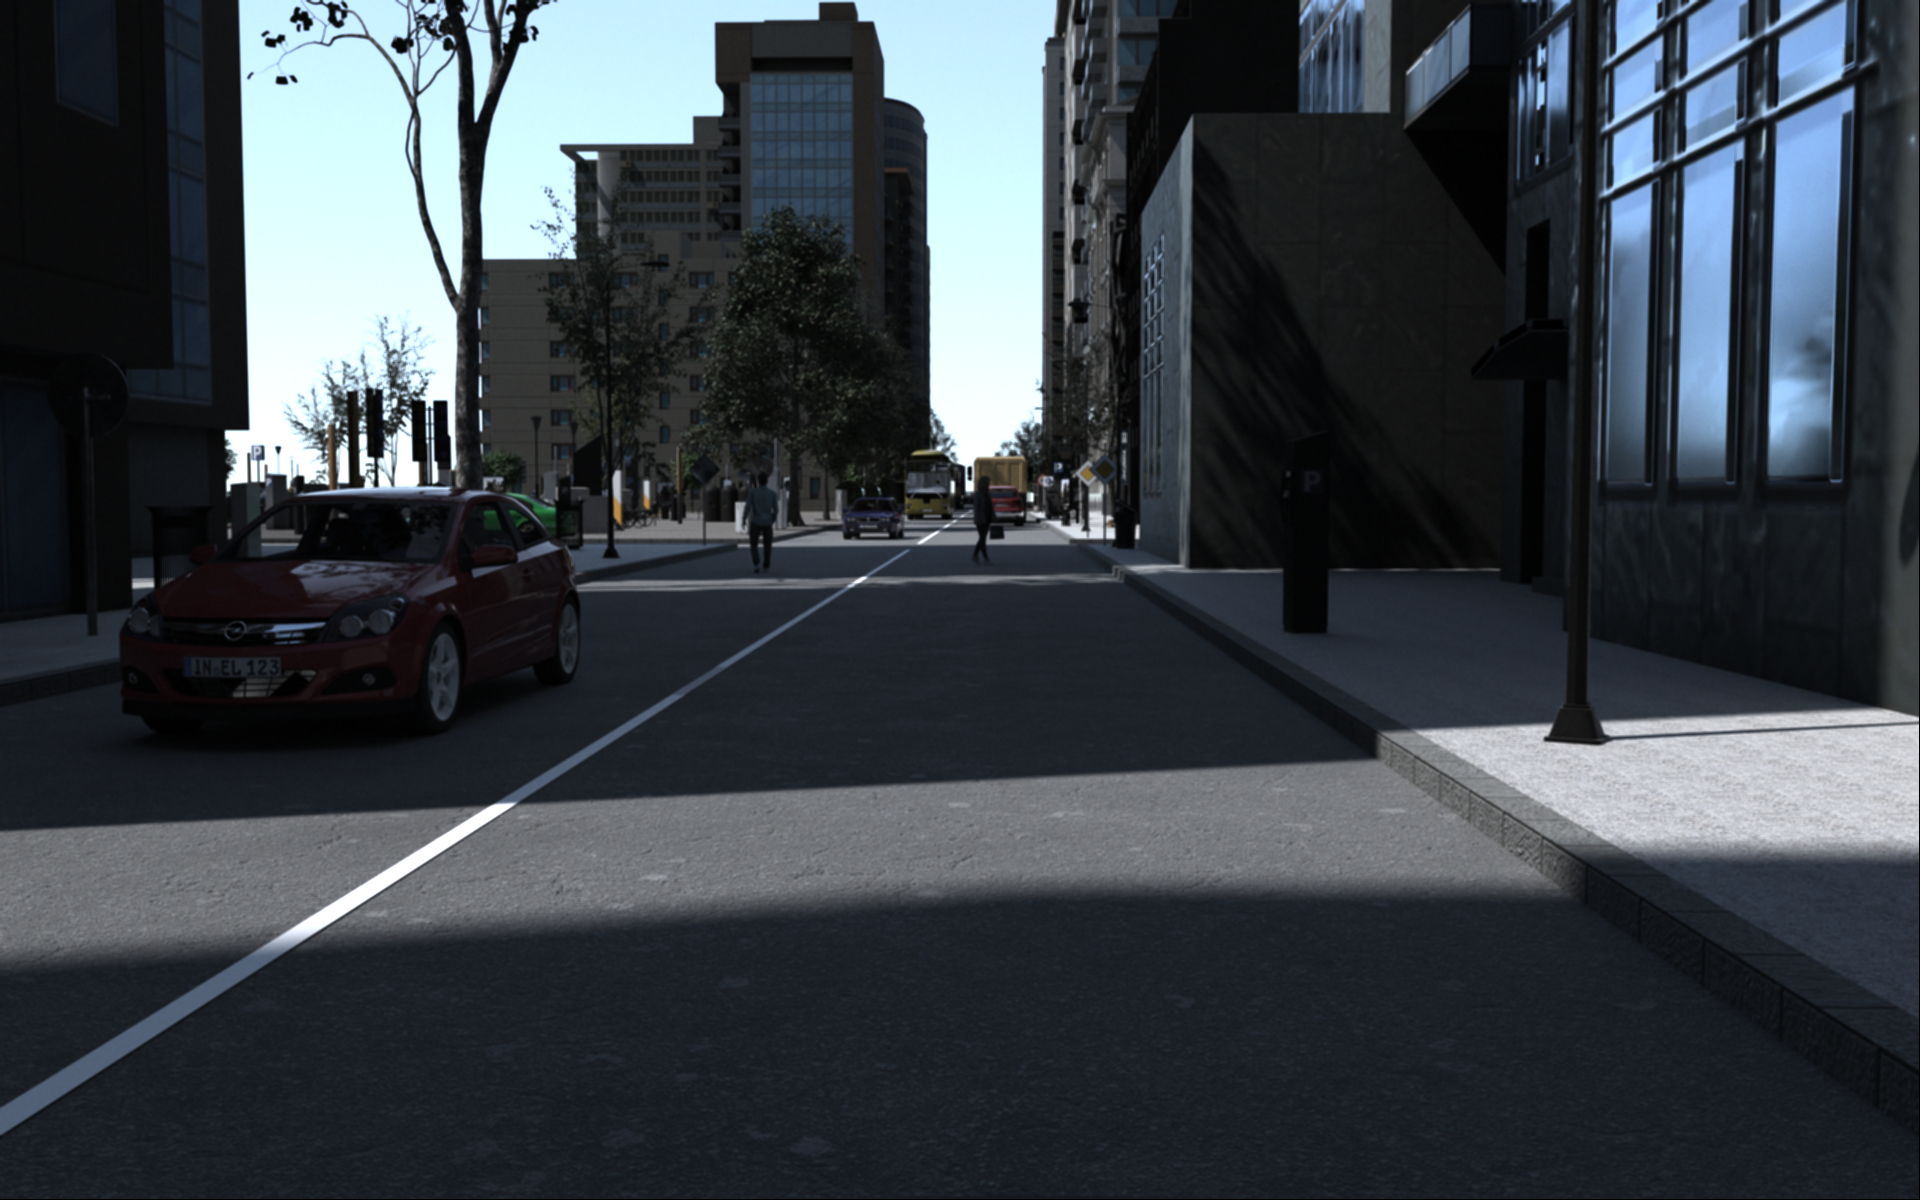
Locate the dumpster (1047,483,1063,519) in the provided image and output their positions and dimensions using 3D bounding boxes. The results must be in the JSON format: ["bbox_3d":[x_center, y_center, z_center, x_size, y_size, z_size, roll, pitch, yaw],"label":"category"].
[{"bbox_3d":[5.078,-5.063,88.536,1.264,1.857,1.865,0,4,1],"label":"dumpster"}]

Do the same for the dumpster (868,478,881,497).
[{"bbox_3d":[-5.556,-6.233,104.408,1.502,2.255,1.985,0,4,1],"label":"dumpster"}]

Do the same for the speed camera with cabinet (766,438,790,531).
[{"bbox_3d":[-6.605,-4.118,61.661,0.660,3.252,2.038,0,4,3],"label":"speed camera with cabinet"}]

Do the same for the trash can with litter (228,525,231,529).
[{"bbox_3d":[-27.071,-3.265,64.443,2.233,1.210,1.678,1,4,10],"label":"trash can with litter"}]

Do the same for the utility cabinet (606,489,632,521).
[{"bbox_3d":[-16.203,-4.506,82.344,1.173,1.500,0.318,-3,4,-39],"label":"utility cabinet"}]

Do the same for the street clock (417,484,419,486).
[{"bbox_3d":[-36.981,-6.982,118.726,0.471,2.002,0.358,1,4,20],"label":"street clock"}]

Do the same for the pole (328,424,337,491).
[{"bbox_3d":[-18.315,-3.469,50.569,0.158,3.312,0.155,0,3,0],"label":"pole"}]

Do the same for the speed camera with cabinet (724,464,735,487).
[{"bbox_3d":[-15.280,-7.254,112.946,0.660,3.252,2.038,1,4,16],"label":"speed camera with cabinet"}]

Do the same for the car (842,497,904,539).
[{"bbox_3d":[-2.776,-2.654,55.965,1.945,1.354,3.894,0,4,3],"label":"car"}]

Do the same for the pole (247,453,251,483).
[{"bbox_3d":[-34.882,-5.577,85.027,0.158,3.312,0.155,0,3,0],"label":"pole"}]

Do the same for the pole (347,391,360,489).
[{"bbox_3d":[-12.027,-2.480,34.392,0.158,3.312,0.155,0,3,0],"label":"pole"}]

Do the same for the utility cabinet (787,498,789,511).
[{"bbox_3d":[-9.622,-5.292,97.689,1.020,1.237,0.306,-2,4,-27],"label":"utility cabinet"}]

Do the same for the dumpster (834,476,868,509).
[{"bbox_3d":[-5.843,-5.451,91.614,1.502,2.255,1.985,0,4,1],"label":"dumpster"}]

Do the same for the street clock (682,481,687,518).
[{"bbox_3d":[-14.850,-5.406,92.954,0.358,2.002,0.471,-3,5,-42],"label":"street clock"}]

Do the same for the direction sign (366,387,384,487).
[{"bbox_3d":[-12.573,-2.770,37.289,0.379,3.537,0.876,0,4,3],"label":"direction sign"}]

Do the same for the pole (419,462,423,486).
[{"bbox_3d":[-26.099,-5.506,83.861,0.158,3.312,0.155,0,3,0],"label":"pole"}]

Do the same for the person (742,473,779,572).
[{"bbox_3d":[-3.649,-1.421,31.755,0.660,1.820,0.620,-1,4,-19],"label":"person"}]

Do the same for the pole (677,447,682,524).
[{"bbox_3d":[-12.049,-4.930,74.451,0.158,3.312,0.155,0,3,0],"label":"pole"}]

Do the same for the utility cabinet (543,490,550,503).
[{"bbox_3d":[-20.090,-4.651,84.729,0.318,1.500,1.173,-2,4,-25],"label":"utility cabinet"}]

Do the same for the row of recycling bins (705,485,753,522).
[{"bbox_3d":[-10.148,-4.442,79.741,3.534,1.692,1.069,1,4,16],"label":"row of recycling bins"}]

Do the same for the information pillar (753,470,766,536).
[{"bbox_3d":[-6.165,-2.985,53.292,0.304,2.012,0.304,-3,4,-38],"label":"information pillar"}]

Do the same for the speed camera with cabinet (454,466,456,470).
[{"bbox_3d":[-35.690,-7.813,122.071,0.660,3.252,2.038,-1,4,-9],"label":"speed camera with cabinet"}]

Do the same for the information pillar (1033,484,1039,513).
[{"bbox_3d":[5.301,-7.084,120.321,0.304,2.012,0.304,2,4,26],"label":"information pillar"}]

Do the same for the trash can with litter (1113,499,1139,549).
[{"bbox_3d":[4.128,-1.792,40.680,1.055,1.170,0.624,1,4,13],"label":"trash can with litter"}]

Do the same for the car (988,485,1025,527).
[{"bbox_3d":[1.784,-4.221,77.683,2.281,1.827,5.304,0,4,0],"label":"car"}]

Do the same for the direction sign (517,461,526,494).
[{"bbox_3d":[-30.370,-7.807,119.634,0.876,3.537,0.379,1,4,15],"label":"direction sign"}]

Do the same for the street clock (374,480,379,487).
[{"bbox_3d":[-29.536,-5.083,87.673,0.358,2.002,0.471,-1,4,-15],"label":"street clock"}]

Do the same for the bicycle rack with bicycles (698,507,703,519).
[{"bbox_3d":[-12.067,-4.580,88.267,2.852,0.926,2.925,-2,4,-35],"label":"bicycle rack with bicycles"}]

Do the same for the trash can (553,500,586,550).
[{"bbox_3d":[-9.065,-1.745,40.191,0.748,1.137,0.748,0,3,0],"label":"trash can"}]

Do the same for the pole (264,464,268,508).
[{"bbox_3d":[-47.343,-7.607,118.214,0.158,3.312,0.155,0,3,0],"label":"pole"}]

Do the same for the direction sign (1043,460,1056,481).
[{"bbox_3d":[5.962,-7.550,115.439,0.876,3.537,0.379,-1,4,-22],"label":"direction sign"}]

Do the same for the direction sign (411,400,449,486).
[{"bbox_3d":[-12.796,-3.051,41.876,0.876,3.537,0.379,0,4,0],"label":"direction sign"}]

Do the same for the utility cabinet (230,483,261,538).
[{"bbox_3d":[-13.977,-1.542,33.884,0.318,1.500,1.173,-1,4,-10],"label":"utility cabinet"}]

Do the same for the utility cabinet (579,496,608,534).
[{"bbox_3d":[-11.780,-2.745,56.038,1.020,1.237,0.306,-1,4,-16],"label":"utility cabinet"}]

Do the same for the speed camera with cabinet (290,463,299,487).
[{"bbox_3d":[-43.321,-7.158,111.368,2.038,3.252,0.660,0,4,3],"label":"speed camera with cabinet"}]

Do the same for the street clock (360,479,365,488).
[{"bbox_3d":[-27.442,-4.578,79.415,0.358,2.002,0.471,-1,4,-9],"label":"street clock"}]

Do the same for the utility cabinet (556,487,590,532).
[{"bbox_3d":[-12.831,-2.984,57.463,0.318,1.500,1.173,3,4,38],"label":"utility cabinet"}]

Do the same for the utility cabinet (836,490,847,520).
[{"bbox_3d":[-5.837,-4.697,85.483,0.318,1.500,1.173,-1,4,-18],"label":"utility cabinet"}]

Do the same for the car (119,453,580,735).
[{"bbox_3d":[-3.902,-0.162,11.690,2.155,1.783,4.494,0,4,3],"label":"car"}]

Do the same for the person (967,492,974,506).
[{"bbox_3d":[1.474,-12.645,215.954,1.217,1.735,0.721,1,4,11],"label":"person"}]

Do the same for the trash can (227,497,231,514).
[{"bbox_3d":[-32.168,-3.974,76.627,0.748,1.137,0.748,0,3,0],"label":"trash can"}]

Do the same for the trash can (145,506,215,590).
[{"bbox_3d":[-9.179,-0.536,20.417,0.748,1.137,0.748,0,3,0],"label":"trash can"}]

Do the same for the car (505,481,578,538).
[{"bbox_3d":[-12.895,-2.361,47.391,4.718,1.807,1.959,0,4,1],"label":"car"}]

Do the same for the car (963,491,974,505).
[{"bbox_3d":[1.369,-13.620,231.361,2.281,1.827,5.304,0,4,0],"label":"car"}]

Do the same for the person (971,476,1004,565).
[{"bbox_3d":[0.517,-1.631,35.351,0.728,1.800,0.709,3,5,45],"label":"person"}]

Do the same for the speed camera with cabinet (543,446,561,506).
[{"bbox_3d":[-16.848,-4.763,72.218,0.660,3.252,2.038,0,4,1],"label":"speed camera with cabinet"}]

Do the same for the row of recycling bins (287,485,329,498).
[{"bbox_3d":[-28.738,-4.266,76.856,3.534,1.692,1.069,3,5,42],"label":"row of recycling bins"}]

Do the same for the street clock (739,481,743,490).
[{"bbox_3d":[-12.369,-5.705,97.847,0.358,2.002,0.471,-1,4,-9],"label":"street clock"}]
